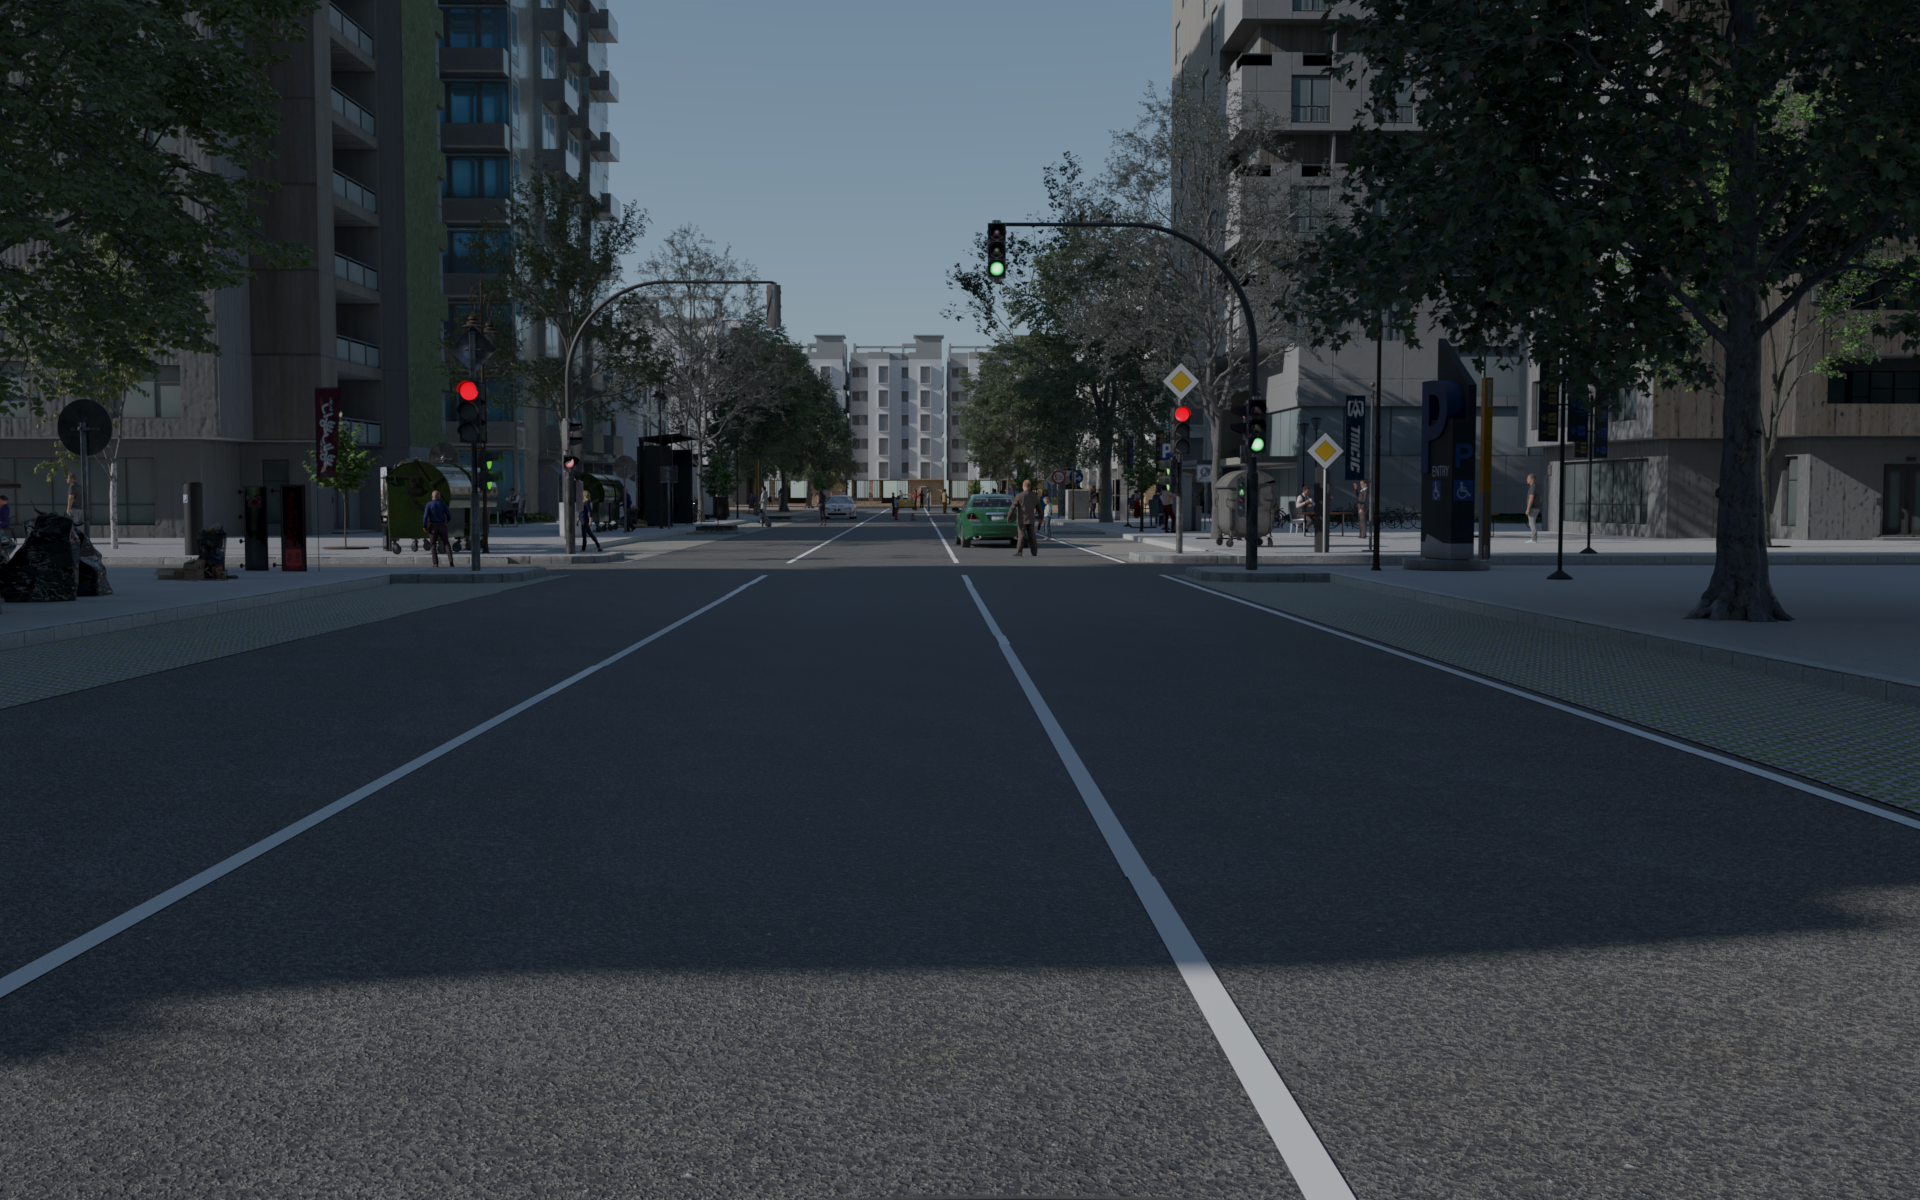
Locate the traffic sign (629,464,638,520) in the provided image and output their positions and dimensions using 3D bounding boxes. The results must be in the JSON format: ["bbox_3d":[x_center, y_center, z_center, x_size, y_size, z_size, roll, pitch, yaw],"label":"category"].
[{"bbox_3d":[-13.689,-4.476,73.283,0.768,2.556,0.104,0,4,2],"label":"traffic sign"}]

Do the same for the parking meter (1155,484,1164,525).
[{"bbox_3d":[8.368,-4.072,72.282,0.399,1.863,0.255,-2,4,-28],"label":"parking meter"}]

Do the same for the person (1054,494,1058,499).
[{"bbox_3d":[7.571,-7.398,127.006,1.348,1.823,0.705,0,4,-5],"label":"person"}]

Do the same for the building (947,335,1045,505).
[{"bbox_3d":[4.139,-21.751,212.043,11.380,20.091,16.016,0,4,-1],"label":"building"}]

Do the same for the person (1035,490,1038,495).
[{"bbox_3d":[6.760,-8.988,153.792,0.445,1.727,0.742,0,4,1],"label":"person"}]

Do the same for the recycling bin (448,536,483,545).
[{"bbox_3d":[-12.514,-1.907,43.735,0.722,1.027,0.722,1,4,10],"label":"recycling bin"}]

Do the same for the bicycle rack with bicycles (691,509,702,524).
[{"bbox_3d":[-12.451,-3.761,74.880,2.925,0.926,2.852,-1,4,-20],"label":"bicycle rack with bicycles"}]

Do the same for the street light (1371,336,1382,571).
[{"bbox_3d":[6.989,-3.432,28.907,0.468,5.910,1.993,0,4,-1],"label":"street light"}]

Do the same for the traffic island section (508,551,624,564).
[{"bbox_3d":[-8.330,-0.900,37.002,2.009,0.180,2.903,0,4,-1],"label":"traffic island section"}]

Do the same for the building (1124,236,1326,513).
[{"bbox_3d":[20.834,-16.899,132.714,16.016,20.091,11.380,0,4,-1],"label":"building"}]

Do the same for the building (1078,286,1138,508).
[{"bbox_3d":[20.581,-17.596,154.145,16.747,18.905,31.486,0,4,-1],"label":"building"}]

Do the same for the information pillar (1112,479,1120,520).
[{"bbox_3d":[7.620,-4.891,84.465,0.304,2.012,0.304,-2,4,-24],"label":"information pillar"}]

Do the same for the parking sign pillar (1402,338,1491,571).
[{"bbox_3d":[8.287,-2.503,29.396,1.447,3.967,1.447,0,4,-7],"label":"parking sign pillar"}]

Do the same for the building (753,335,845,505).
[{"bbox_3d":[-19.471,-21.732,211.745,11.380,20.091,16.016,0,4,-1],"label":"building"}]

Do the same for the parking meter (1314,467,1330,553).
[{"bbox_3d":[7.932,-1.970,37.919,0.255,1.863,0.399,2,4,26],"label":"parking meter"}]

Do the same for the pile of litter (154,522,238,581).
[{"bbox_3d":[-11.539,-0.745,26.150,1.176,0.858,1.719,-1,4,-22],"label":"pile of litter"}]

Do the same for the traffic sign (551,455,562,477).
[{"bbox_3d":[-12.868,-3.448,56.115,0.795,2.593,0.064,0,4,5],"label":"traffic sign"}]

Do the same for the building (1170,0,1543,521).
[{"bbox_3d":[27.012,-31.008,96.218,28.713,52.752,27.495,0,4,-1],"label":"building"}]

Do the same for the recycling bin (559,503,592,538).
[{"bbox_3d":[-11.366,-2.367,51.257,0.722,1.027,0.722,-3,5,-43],"label":"recycling bin"}]

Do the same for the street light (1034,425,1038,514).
[{"bbox_3d":[4.917,-8.493,111.650,0.468,5.910,1.993,0,4,-1],"label":"street light"}]

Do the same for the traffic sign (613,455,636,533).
[{"bbox_3d":[-11.024,-3.478,56.976,0.768,2.556,0.104,0,4,3],"label":"traffic sign"}]

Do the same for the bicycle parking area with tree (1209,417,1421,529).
[{"bbox_3d":[13.750,-4.915,67.357,9.016,4.147,8.231,1,4,20],"label":"bicycle parking area with tree"}]

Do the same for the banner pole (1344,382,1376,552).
[{"bbox_3d":[8.966,-2.974,38.646,0.863,3.779,0.401,-1,4,-10],"label":"banner pole"}]

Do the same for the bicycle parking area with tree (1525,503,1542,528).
[{"bbox_3d":[26.519,-4.806,65.580,9.016,4.147,8.231,-2,4,-33],"label":"bicycle parking area with tree"}]

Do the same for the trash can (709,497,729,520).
[{"bbox_3d":[-11.717,-4.494,85.136,0.748,1.137,0.748,0,3,0],"label":"trash can"}]

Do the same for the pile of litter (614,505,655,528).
[{"bbox_3d":[-12.339,-3.154,65.529,1.719,0.858,1.176,0,4,1],"label":"pile of litter"}]

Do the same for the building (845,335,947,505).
[{"bbox_3d":[-7.729,-21.744,211.929,11.380,20.091,16.016,0,4,-1],"label":"building"}]

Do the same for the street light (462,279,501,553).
[{"bbox_3d":[-10.307,-3.956,37.461,0.468,5.910,1.993,0,4,-1],"label":"street light"}]

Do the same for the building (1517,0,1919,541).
[{"bbox_3d":[26.298,-17.172,52.463,14.107,30.474,14.160,0,4,-1],"label":"building"}]

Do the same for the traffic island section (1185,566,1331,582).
[{"bbox_3d":[4.950,-0.432,29.345,2.009,0.180,2.903,0,4,-1],"label":"traffic island section"}]

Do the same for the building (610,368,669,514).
[{"bbox_3d":[-25.634,-11.258,126.220,9.099,9.664,28.070,0,4,-1],"label":"building"}]

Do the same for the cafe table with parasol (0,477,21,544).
[{"bbox_3d":[-25.143,-2.406,44.208,2.610,1.966,2.610,1,4,21],"label":"cafe table with parasol"}]

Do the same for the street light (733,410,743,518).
[{"bbox_3d":[-11.724,-7.238,91.126,0.468,5.910,1.993,0,4,-1],"label":"street light"}]

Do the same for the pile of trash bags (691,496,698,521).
[{"bbox_3d":[-13.111,-4.437,82.292,1.912,1.369,3.447,-1,4,-12],"label":"pile of trash bags"}]

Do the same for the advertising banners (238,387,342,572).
[{"bbox_3d":[-11.070,-1.986,28.651,2.074,3.025,0.090,1,4,18],"label":"advertising banners"}]

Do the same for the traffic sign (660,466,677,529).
[{"bbox_3d":[-10.579,-3.719,62.938,0.606,2.300,0.079,0,3,0],"label":"traffic sign"}]

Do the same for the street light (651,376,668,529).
[{"bbox_3d":[-11.046,-5.572,63.893,0.468,5.910,1.993,0,4,-1],"label":"street light"}]

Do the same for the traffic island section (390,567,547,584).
[{"bbox_3d":[-8.127,-0.412,29.020,2.009,0.180,2.903,0,4,-1],"label":"traffic island section"}]

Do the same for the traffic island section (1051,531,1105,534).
[{"bbox_3d":[4.117,-2.401,62.115,1.991,0.108,1.994,0,4,-1],"label":"traffic island section"}]

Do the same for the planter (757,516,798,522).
[{"bbox_3d":[-9.316,-4.134,88.729,1.991,0.319,1.994,0,4,-1],"label":"planter"}]

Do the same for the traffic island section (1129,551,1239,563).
[{"bbox_3d":[4.748,-0.920,37.327,2.009,0.180,2.903,0,4,-1],"label":"traffic island section"}]

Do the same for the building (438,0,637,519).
[{"bbox_3d":[-31.116,-29.036,94.347,23.786,49.044,30.456,0,4,-1],"label":"building"}]

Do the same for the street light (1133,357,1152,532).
[{"bbox_3d":[6.170,-5.255,58.708,0.468,5.910,1.993,0,4,-1],"label":"street light"}]

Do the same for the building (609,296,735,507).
[{"bbox_3d":[-28.598,-19.312,172.174,11.380,20.091,16.016,0,4,-1],"label":"building"}]

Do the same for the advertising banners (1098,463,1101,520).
[{"bbox_3d":[7.070,-5.593,87.637,0.090,3.025,2.074,0,4,8],"label":"advertising banners"}]

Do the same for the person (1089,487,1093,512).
[{"bbox_3d":[9.325,-7.202,124.347,0.990,1.755,0.434,2,4,26],"label":"person"}]

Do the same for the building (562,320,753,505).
[{"bbox_3d":[-41.773,-22.802,216.780,32.646,21.610,27.936,0,4,-1],"label":"building"}]

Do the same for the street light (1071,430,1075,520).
[{"bbox_3d":[5.565,-6.872,85.143,0.468,5.910,1.993,0,4,-1],"label":"street light"}]

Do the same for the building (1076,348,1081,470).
[{"bbox_3d":[20.003,-19.515,175.493,16.016,20.091,11.380,0,4,-1],"label":"building"}]

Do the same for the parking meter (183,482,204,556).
[{"bbox_3d":[-16.030,-1.701,36.229,0.372,1.533,0.369,0,3,0],"label":"parking meter"}]

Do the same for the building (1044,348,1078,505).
[{"bbox_3d":[26.264,-21.180,212.751,31.486,18.905,16.747,0,4,-1],"label":"building"}]

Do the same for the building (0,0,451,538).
[{"bbox_3d":[-25.408,-22.719,55.053,14.154,41.232,14.086,0,4,-1],"label":"building"}]

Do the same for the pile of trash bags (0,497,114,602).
[{"bbox_3d":[-11.512,-0.658,20.508,1.912,1.369,3.447,0,4,-6],"label":"pile of trash bags"}]
